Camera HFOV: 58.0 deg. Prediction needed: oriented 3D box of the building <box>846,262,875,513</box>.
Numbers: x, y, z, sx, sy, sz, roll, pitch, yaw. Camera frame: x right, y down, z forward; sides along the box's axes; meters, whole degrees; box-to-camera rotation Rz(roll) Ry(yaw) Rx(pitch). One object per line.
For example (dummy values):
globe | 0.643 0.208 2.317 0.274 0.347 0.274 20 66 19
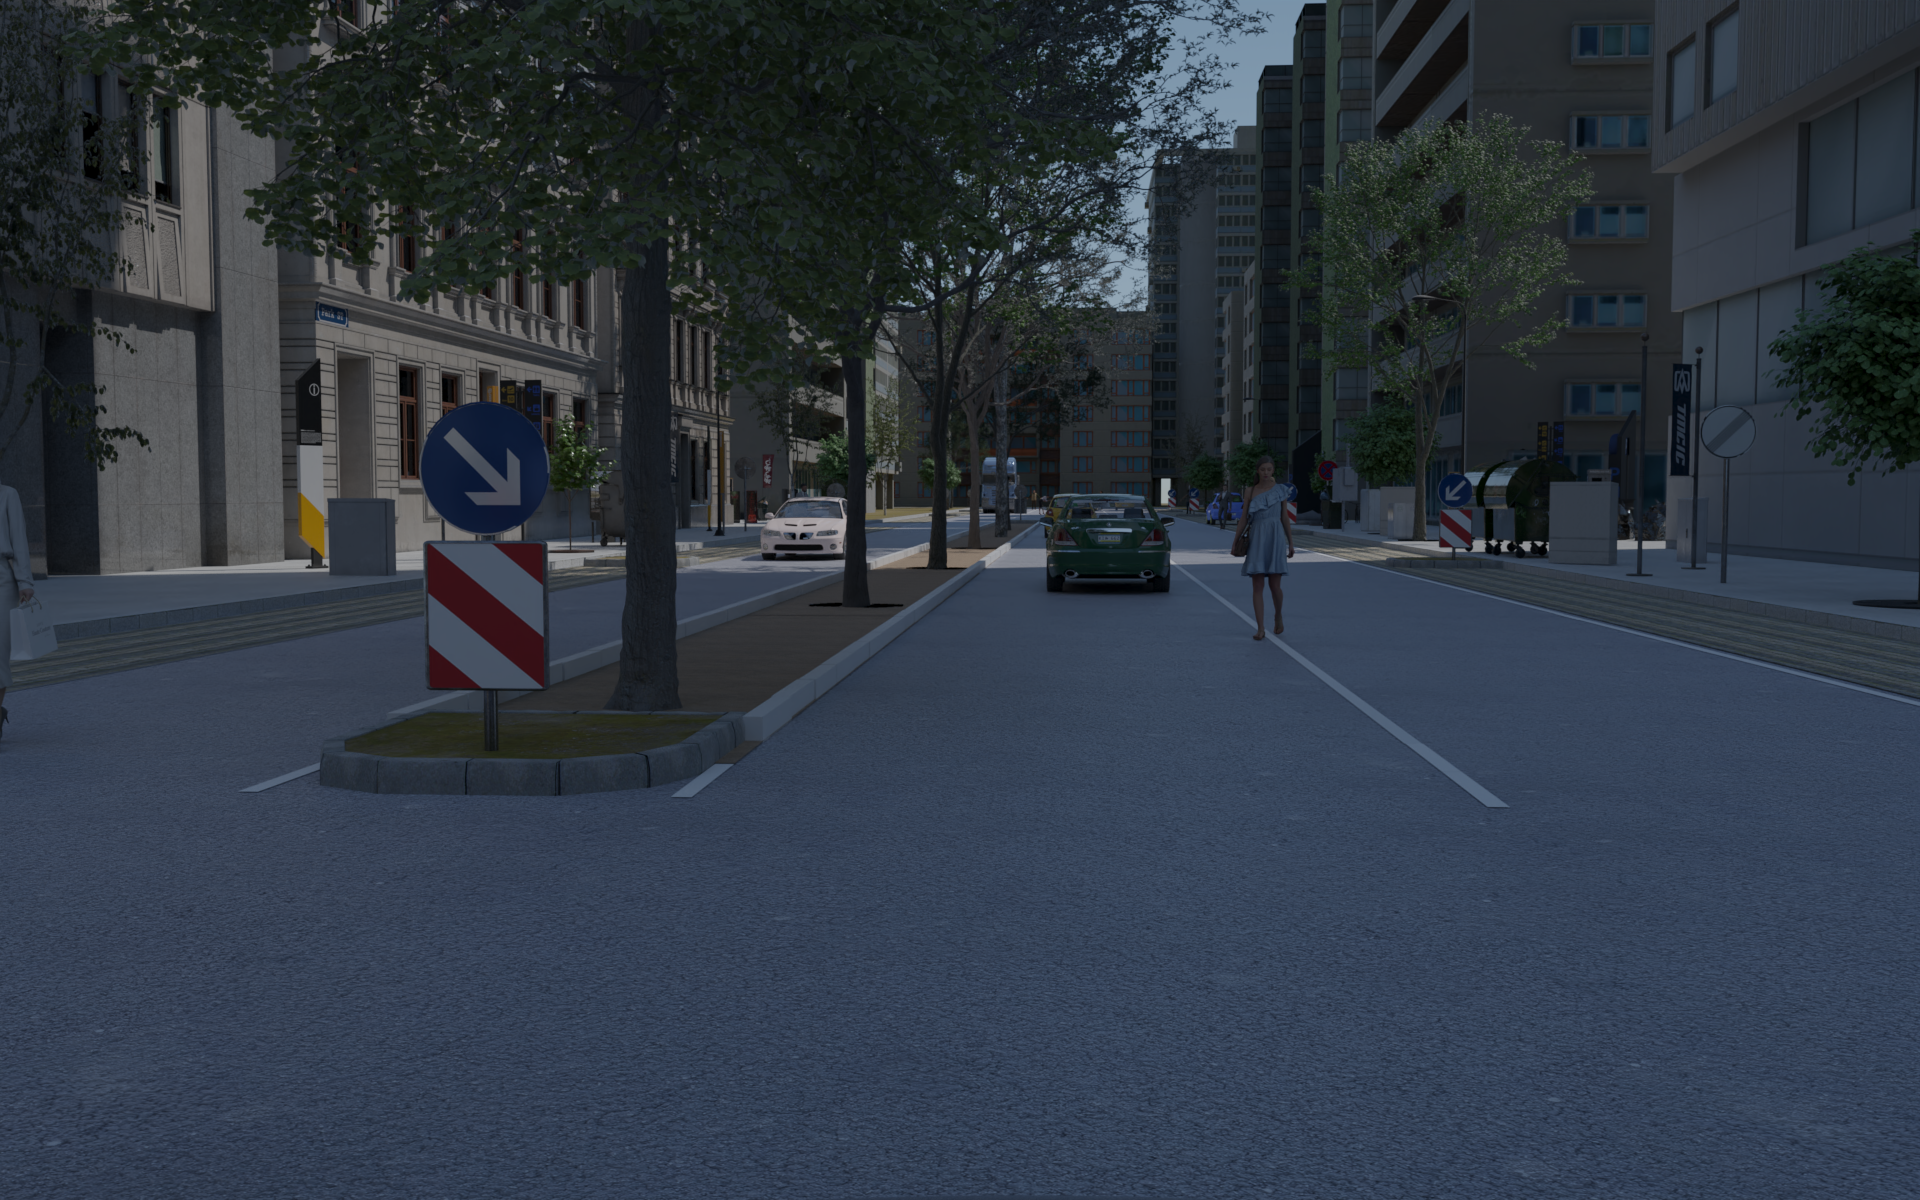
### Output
building | -13.433 -26.343 114.302 14.154 41.232 14.086 0 4 4

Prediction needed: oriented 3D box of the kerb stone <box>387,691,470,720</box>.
kerb stone | -3.261 0.707 10.641 0.120 0.150 1.000 0 4 4

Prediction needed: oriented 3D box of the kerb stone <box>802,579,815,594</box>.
kerb stone | -2.261 -0.169 24.960 0.120 0.150 1.000 0 4 4

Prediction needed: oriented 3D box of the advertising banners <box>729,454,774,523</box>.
advertising banners | -9.198 -4.898 76.266 2.074 3.025 0.090 0 4 2

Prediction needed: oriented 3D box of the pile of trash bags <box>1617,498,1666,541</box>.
pile of trash bags | 18.413 -2.386 48.766 1.912 1.369 3.447 -3 5 -41

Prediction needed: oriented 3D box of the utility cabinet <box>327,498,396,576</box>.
utility cabinet | -9.427 -0.988 27.319 1.020 1.237 0.306 1 4 12

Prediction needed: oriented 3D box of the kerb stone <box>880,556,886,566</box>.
kerb stone | -1.627 -0.728 34.151 0.120 0.150 1.000 0 4 4

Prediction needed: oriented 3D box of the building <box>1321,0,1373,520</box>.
building | 26.114 -24.932 91.226 14.154 41.232 14.086 0 4 4

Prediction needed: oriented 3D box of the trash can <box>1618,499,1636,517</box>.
trash can | 19.384 -2.388 50.701 0.748 1.137 0.748 0 3 0

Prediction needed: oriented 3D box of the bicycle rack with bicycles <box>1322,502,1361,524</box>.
bicycle rack with bicycles | 16.772 -3.833 76.045 2.852 0.926 2.925 0 4 1

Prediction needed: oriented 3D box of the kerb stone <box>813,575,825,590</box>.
kerb stone | -2.193 -0.231 25.980 0.120 0.150 1.000 0 4 4

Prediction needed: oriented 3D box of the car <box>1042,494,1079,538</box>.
car | 3.706 -2.901 57.663 2.015 1.641 3.980 0 4 5

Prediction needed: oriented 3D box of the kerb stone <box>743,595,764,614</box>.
kerb stone | -2.550 0.081 20.878 0.120 0.150 1.000 0 4 4

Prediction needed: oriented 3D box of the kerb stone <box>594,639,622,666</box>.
kerb stone | -2.977 0.455 14.753 0.120 0.150 1.000 0 4 4

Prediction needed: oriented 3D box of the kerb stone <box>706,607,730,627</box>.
kerb stone | -2.696 0.210 18.838 0.120 0.150 1.000 0 4 4

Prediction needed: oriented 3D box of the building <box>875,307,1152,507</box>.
building | 5.390 -20.784 184.853 28.899 21.520 27.650 0 4 4

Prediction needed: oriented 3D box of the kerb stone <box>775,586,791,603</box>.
kerb stone | -2.411 -0.044 22.921 0.120 0.150 1.000 0 4 4

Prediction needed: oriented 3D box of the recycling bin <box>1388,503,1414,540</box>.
recycling bin | 12.590 -2.241 49.199 0.722 1.027 0.722 0 4 0

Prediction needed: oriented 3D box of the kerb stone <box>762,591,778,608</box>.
kerb stone | -2.478 0.018 21.900 0.120 0.150 1.000 0 4 4

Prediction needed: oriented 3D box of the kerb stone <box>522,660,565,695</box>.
kerb stone | -3.123 0.581 12.698 0.120 0.150 1.000 0 4 4

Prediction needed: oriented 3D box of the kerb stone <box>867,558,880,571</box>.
kerb stone | -1.698 -0.665 33.131 0.120 0.150 1.000 0 4 4

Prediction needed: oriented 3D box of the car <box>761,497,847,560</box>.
car | -3.295 -1.647 39.293 2.083 1.381 4.827 0 4 4

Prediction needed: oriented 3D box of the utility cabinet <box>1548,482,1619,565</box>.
utility cabinet | 11.334 -1.395 31.483 0.318 1.500 1.173 -3 5 -42

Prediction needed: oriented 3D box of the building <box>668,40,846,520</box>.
building | -18.388 -28.894 96.116 21.300 48.544 21.600 0 4 4

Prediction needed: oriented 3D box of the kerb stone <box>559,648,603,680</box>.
kerb stone | -3.043 0.522 13.727 0.120 0.150 1.000 0 4 4

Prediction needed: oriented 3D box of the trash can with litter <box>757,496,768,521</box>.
trash can with litter | -9.648 -4.344 82.415 1.055 1.170 0.624 0 4 -1

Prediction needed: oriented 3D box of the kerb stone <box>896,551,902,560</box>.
kerb stone | -1.411 -0.919 37.215 0.120 0.150 1.000 0 4 4

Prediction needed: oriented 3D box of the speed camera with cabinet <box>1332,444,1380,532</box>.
speed camera with cabinet | 13.798 -3.971 59.266 2.038 3.252 0.660 -1 4 -15

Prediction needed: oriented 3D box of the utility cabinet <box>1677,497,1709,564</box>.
utility cabinet | 13.702 -1.301 32.430 0.306 1.237 1.020 1 4 8

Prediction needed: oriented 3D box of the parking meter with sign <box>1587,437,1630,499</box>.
parking meter with sign | 19.806 -3.515 53.735 1.738 3.016 0.543 1 4 17

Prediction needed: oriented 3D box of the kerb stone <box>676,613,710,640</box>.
kerb stone | -2.763 0.268 17.817 0.120 0.150 1.000 0 4 4

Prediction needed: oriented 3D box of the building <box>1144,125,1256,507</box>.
building | 32.043 -30.166 185.096 23.993 40.220 32.217 0 4 4

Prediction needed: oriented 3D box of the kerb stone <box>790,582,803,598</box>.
kerb stone | -2.341 -0.107 23.941 0.120 0.150 1.000 0 4 4

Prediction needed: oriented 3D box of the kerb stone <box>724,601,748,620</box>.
kerb stone | -2.621 0.143 19.857 0.120 0.150 1.000 0 4 4

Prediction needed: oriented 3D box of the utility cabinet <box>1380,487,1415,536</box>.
utility cabinet | 13.372 -2.684 52.560 1.173 1.500 0.318 2 4 32

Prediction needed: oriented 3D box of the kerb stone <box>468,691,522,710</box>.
kerb stone | -3.190 0.644 11.672 0.120 0.150 1.000 0 4 4

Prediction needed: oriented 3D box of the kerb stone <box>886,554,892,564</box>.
kerb stone | -1.556 -0.793 35.170 0.120 0.150 1.000 0 4 4

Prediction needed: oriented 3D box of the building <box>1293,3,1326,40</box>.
building | 27.021 -20.429 105.717 14.160 30.474 14.107 0 4 4

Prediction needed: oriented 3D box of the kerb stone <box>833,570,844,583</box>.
kerb stone | -2.049 -0.351 28.023 0.120 0.150 1.000 0 4 4

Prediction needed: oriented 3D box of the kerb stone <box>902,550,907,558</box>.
kerb stone | -1.341 -0.978 38.235 0.120 0.150 1.000 0 4 4

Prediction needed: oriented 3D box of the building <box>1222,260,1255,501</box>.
building | 36.464 -18.107 141.094 27.650 21.520 28.899 0 4 4

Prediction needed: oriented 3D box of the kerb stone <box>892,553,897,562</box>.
kerb stone | -1.483 -0.856 36.196 0.120 0.150 1.000 0 4 4

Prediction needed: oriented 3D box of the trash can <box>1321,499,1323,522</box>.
trash can | 16.427 -4.081 78.370 0.748 1.137 0.748 0 3 0

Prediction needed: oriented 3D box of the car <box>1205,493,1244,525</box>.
car | 12.449 -4.364 80.936 1.945 1.707 3.694 0 4 3

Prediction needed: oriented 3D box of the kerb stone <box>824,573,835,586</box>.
kerb stone | -2.125 -0.294 27.000 0.120 0.150 1.000 0 4 4

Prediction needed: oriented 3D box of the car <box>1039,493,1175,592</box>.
car | 2.274 -0.915 26.754 2.131 1.459 4.920 0 4 4

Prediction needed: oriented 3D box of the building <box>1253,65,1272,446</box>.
building | 27.265 -21.299 119.944 14.160 30.474 14.107 0 4 4
